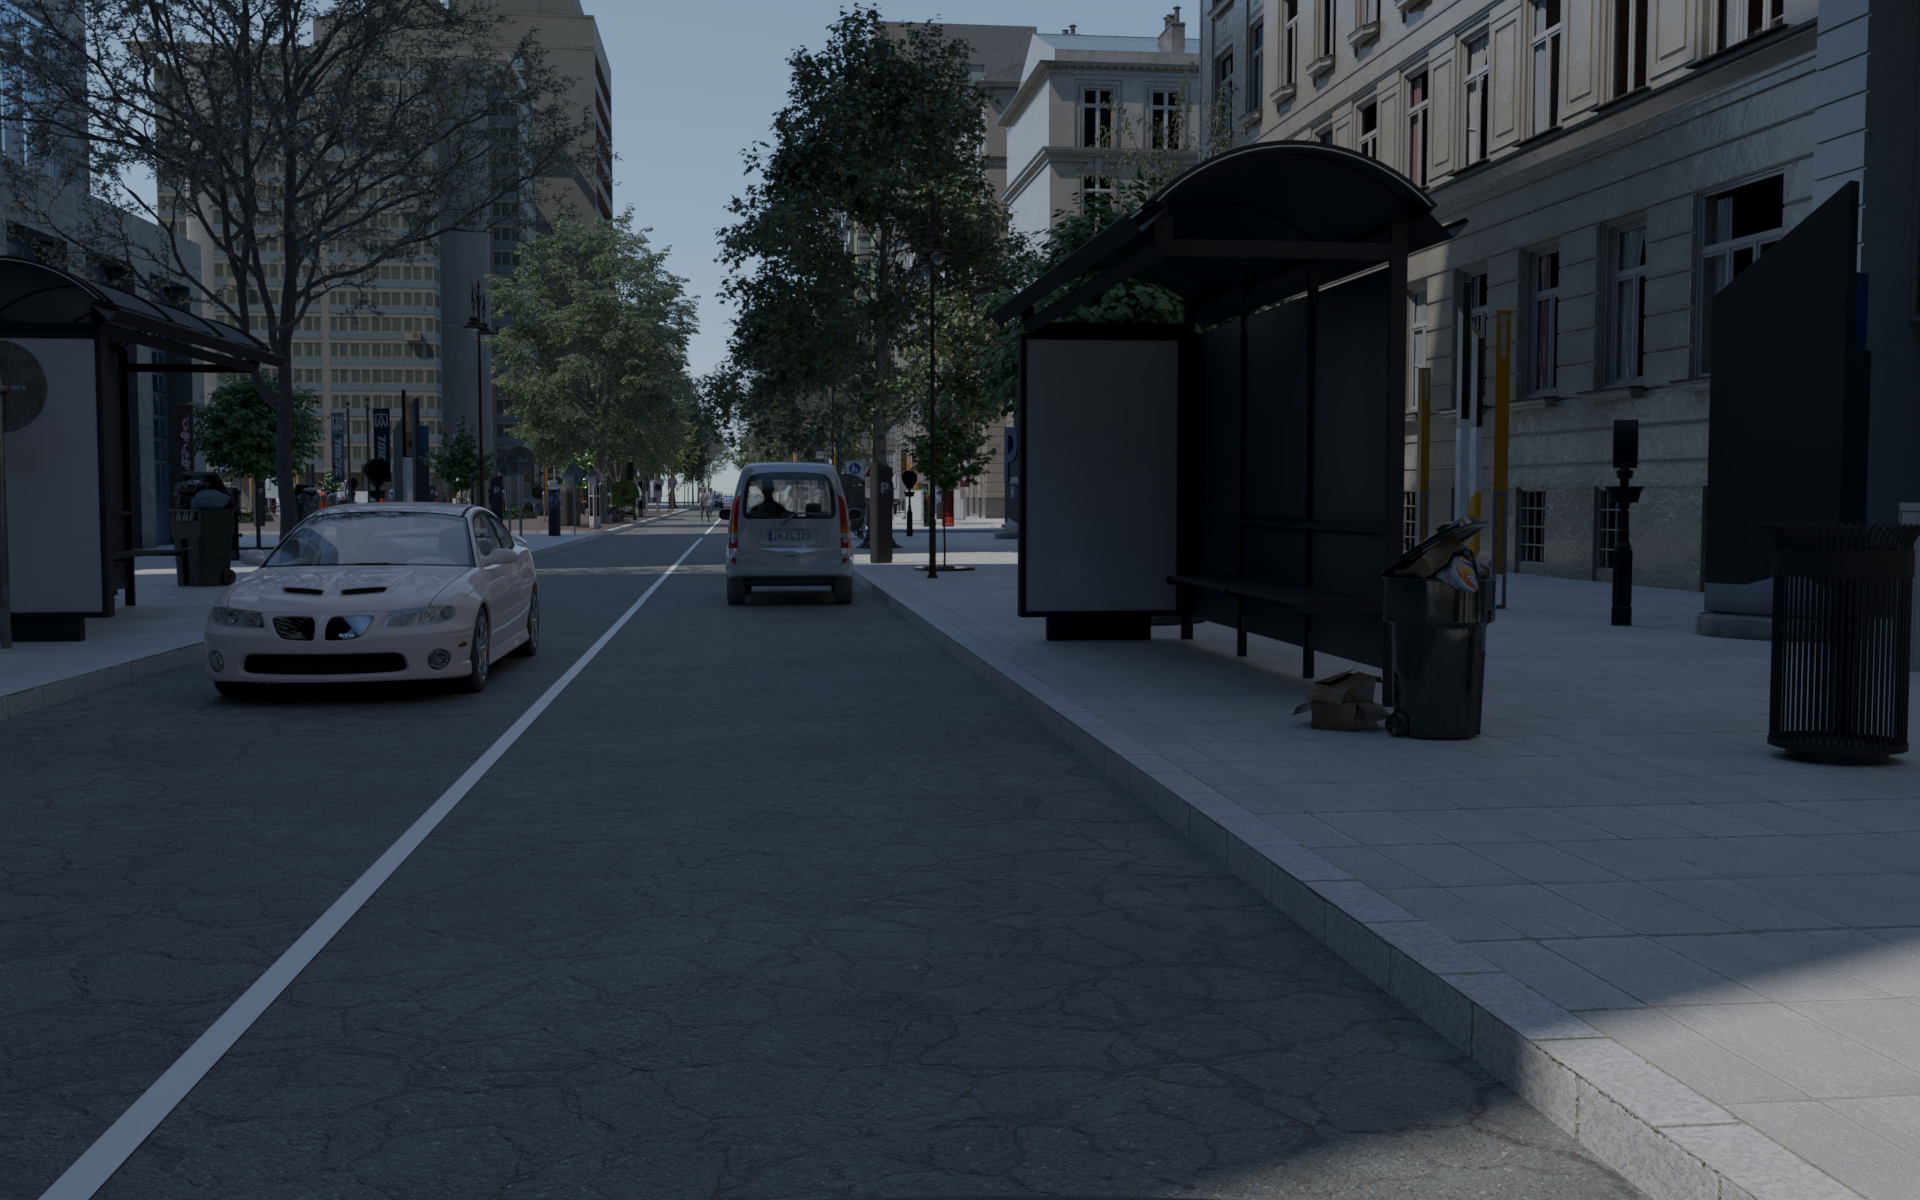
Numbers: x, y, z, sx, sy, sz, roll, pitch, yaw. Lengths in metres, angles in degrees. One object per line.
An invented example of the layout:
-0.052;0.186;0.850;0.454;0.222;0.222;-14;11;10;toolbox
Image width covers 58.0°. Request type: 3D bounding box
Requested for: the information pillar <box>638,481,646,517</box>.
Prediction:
-17.646;-5.601;96.061;0.304;2.012;0.304;1;4;14;information pillar

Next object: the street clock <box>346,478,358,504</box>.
-27.006;-4.429;76.984;0.358;2.002;0.471;3;5;40;street clock

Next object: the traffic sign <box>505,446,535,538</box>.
-11.567;-2.780;45.566;0.768;2.556;0.104;0;4;-6;traffic sign

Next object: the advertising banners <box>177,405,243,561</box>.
-14.664;-2.300;33.794;2.074;3.025;0.090;2;4;35;advertising banners

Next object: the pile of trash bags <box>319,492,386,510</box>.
-28.278;-4.297;80.010;3.447;1.369;1.912;1;4;12;pile of trash bags

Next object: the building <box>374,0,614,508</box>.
-45.361;-33.336;168.745;21.300;48.544;21.600;0;4;-7;building

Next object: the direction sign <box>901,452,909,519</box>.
-2.807;-5.914;88.692;0.379;3.537;0.876;2;4;26;direction sign

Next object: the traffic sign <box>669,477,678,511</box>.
-22.039;-8.119;132.847;0.768;2.556;0.104;0;4;0;traffic sign

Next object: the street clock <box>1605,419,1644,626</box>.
6.465;-0.752;16.872;0.358;2.002;0.471;1;4;20;street clock

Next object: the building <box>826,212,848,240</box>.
-10.645;-43.870;259.272;21.231;58.520;28.212;0;4;-7;building

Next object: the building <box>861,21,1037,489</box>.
-1.039;-28.816;154.728;14.154;41.232;14.086;0;4;-7;building

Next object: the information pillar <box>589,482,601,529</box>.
-13.497;-3.637;63.960;0.304;2.012;0.304;3;5;43;information pillar

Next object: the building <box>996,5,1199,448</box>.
19.901;-16.021;81.026;34.723;24.649;14.460;0;4;-7;building

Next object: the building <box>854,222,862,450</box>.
-3.383;-29.684;168.921;14.154;41.232;14.086;0;4;-7;building

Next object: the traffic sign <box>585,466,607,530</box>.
-13.055;-3.578;62.145;0.795;2.450;0.064;0;4;-7;traffic sign

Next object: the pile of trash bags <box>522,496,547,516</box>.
-24.369;-5.620;101.634;3.447;1.369;1.912;3;4;38;pile of trash bags

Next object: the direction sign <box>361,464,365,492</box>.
-45.542;-8.577;132.228;0.379;3.537;0.876;0;4;-1;direction sign

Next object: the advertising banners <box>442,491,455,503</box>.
-29.208;-6.323;99.568;0.090;3.025;2.074;1;4;14;advertising banners

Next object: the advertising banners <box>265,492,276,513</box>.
-47.637;-7.586;120.218;0.090;3.025;2.074;1;4;21;advertising banners

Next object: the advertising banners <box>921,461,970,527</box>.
-0.497;-4.376;67.733;2.074;3.025;0.090;-1;4;-13;advertising banners

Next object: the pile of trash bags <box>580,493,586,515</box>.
-23.985;-6.022;108.210;3.447;1.369;1.912;-2;4;-31;pile of trash bags

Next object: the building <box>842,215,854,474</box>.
-1.601;-35.005;191.947;23.786;49.044;30.456;0;4;-7;building

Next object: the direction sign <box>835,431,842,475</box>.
-4.387;-4.309;62.456;0.379;3.537;0.876;-1;4;-18;direction sign

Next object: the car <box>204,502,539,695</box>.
-4.533;-0.095;13.919;2.083;1.381;4.827;0;4;-6;car

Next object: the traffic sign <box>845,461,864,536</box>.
-3.213;-3.110;52.980;0.606;2.300;0.079;0;4;2;traffic sign

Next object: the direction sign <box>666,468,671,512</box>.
-21.310;-8.234;126.624;0.379;3.537;0.876;-1;4;-9;direction sign

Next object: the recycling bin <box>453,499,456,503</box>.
-28.060;-5.189;97.402;0.722;1.027;0.722;-2;4;-35;recycling bin

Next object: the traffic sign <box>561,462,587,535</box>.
-12.068;-3.093;54.220;0.795;2.450;0.064;0;4;-7;traffic sign

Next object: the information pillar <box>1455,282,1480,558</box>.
5.661;-1.716;19.403;0.183;3.616;0.504;1;4;18;information pillar

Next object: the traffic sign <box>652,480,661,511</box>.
-22.458;-7.713;128.235;0.606;2.300;0.079;0;4;-7;traffic sign

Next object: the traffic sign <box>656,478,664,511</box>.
-23.465;-8.258;135.120;0.768;2.556;0.104;0;4;-5;traffic sign

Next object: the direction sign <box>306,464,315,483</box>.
-48.581;-8.413;129.557;0.379;3.537;0.876;1;4;23;direction sign

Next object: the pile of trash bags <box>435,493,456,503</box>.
-31.454;-5.852;105.433;1.912;1.369;3.447;0;4;3;pile of trash bags

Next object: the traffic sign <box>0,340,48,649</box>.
-7.931;-0.870;14.324;0.768;2.556;0.104;0;4;-4;traffic sign

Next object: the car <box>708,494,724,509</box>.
-24.551;-9.989;173.104;2.009;1.686;4.222;0;4;-5;car

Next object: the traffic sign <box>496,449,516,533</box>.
-12.789;-2.999;49.148;0.768;2.556;0.104;0;3;0;traffic sign

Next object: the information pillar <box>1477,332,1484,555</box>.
6.365;-1.856;21.698;0.183;3.616;0.504;-1;4;-15;information pillar

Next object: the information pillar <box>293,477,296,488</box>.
-29.480;-4.401;76.444;0.304;2.012;0.304;-1;4;-10;information pillar

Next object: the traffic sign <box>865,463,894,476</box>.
-2.396;-3.162;51.708;0.884;2.594;0.081;0;4;1;traffic sign

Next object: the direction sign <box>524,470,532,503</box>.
-26.573;-7.057;107.385;0.876;3.537;0.379;-2;4;-34;direction sign

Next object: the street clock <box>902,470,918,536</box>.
-1.525;-2.927;52.422;0.471;2.002;0.358;0;4;4;street clock

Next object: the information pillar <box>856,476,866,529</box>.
-3.643;-3.587;63.139;0.304;2.012;0.304;3;4;36;information pillar

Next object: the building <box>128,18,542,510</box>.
-48.856;-27.753;145.637;32.217;40.220;23.993;0;4;-7;building

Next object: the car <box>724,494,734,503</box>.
-36.339;-16.029;271.668;1.945;1.707;3.694;0;4;-7;car

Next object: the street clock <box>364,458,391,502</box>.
-11.833;-1.874;35.206;0.471;2.002;0.358;-3;5;-40;street clock

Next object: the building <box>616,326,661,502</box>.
-56.823;-31.430;285.575;14.160;30.474;14.107;0;4;-7;building

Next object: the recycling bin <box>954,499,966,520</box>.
-0.114;-4.407;84.602;0.722;1.027;0.722;1;4;9;recycling bin

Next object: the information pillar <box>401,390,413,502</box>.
-12.471;-2.920;39.101;0.183;3.616;0.504;0;4;-2;information pillar

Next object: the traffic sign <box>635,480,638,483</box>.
-24.055;-7.822;127.887;0.884;2.594;0.081;0;4;1;traffic sign

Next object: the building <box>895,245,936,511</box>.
2.108;-17.453;127.156;13.314;21.916;24.055;0;4;-7;building

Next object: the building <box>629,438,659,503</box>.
-60.487;-25.563;262.999;27.650;21.520;28.899;0;4;-7;building

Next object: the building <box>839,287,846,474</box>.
-11.975;-28.515;237.919;14.160;30.474;14.107;0;4;-7;building
